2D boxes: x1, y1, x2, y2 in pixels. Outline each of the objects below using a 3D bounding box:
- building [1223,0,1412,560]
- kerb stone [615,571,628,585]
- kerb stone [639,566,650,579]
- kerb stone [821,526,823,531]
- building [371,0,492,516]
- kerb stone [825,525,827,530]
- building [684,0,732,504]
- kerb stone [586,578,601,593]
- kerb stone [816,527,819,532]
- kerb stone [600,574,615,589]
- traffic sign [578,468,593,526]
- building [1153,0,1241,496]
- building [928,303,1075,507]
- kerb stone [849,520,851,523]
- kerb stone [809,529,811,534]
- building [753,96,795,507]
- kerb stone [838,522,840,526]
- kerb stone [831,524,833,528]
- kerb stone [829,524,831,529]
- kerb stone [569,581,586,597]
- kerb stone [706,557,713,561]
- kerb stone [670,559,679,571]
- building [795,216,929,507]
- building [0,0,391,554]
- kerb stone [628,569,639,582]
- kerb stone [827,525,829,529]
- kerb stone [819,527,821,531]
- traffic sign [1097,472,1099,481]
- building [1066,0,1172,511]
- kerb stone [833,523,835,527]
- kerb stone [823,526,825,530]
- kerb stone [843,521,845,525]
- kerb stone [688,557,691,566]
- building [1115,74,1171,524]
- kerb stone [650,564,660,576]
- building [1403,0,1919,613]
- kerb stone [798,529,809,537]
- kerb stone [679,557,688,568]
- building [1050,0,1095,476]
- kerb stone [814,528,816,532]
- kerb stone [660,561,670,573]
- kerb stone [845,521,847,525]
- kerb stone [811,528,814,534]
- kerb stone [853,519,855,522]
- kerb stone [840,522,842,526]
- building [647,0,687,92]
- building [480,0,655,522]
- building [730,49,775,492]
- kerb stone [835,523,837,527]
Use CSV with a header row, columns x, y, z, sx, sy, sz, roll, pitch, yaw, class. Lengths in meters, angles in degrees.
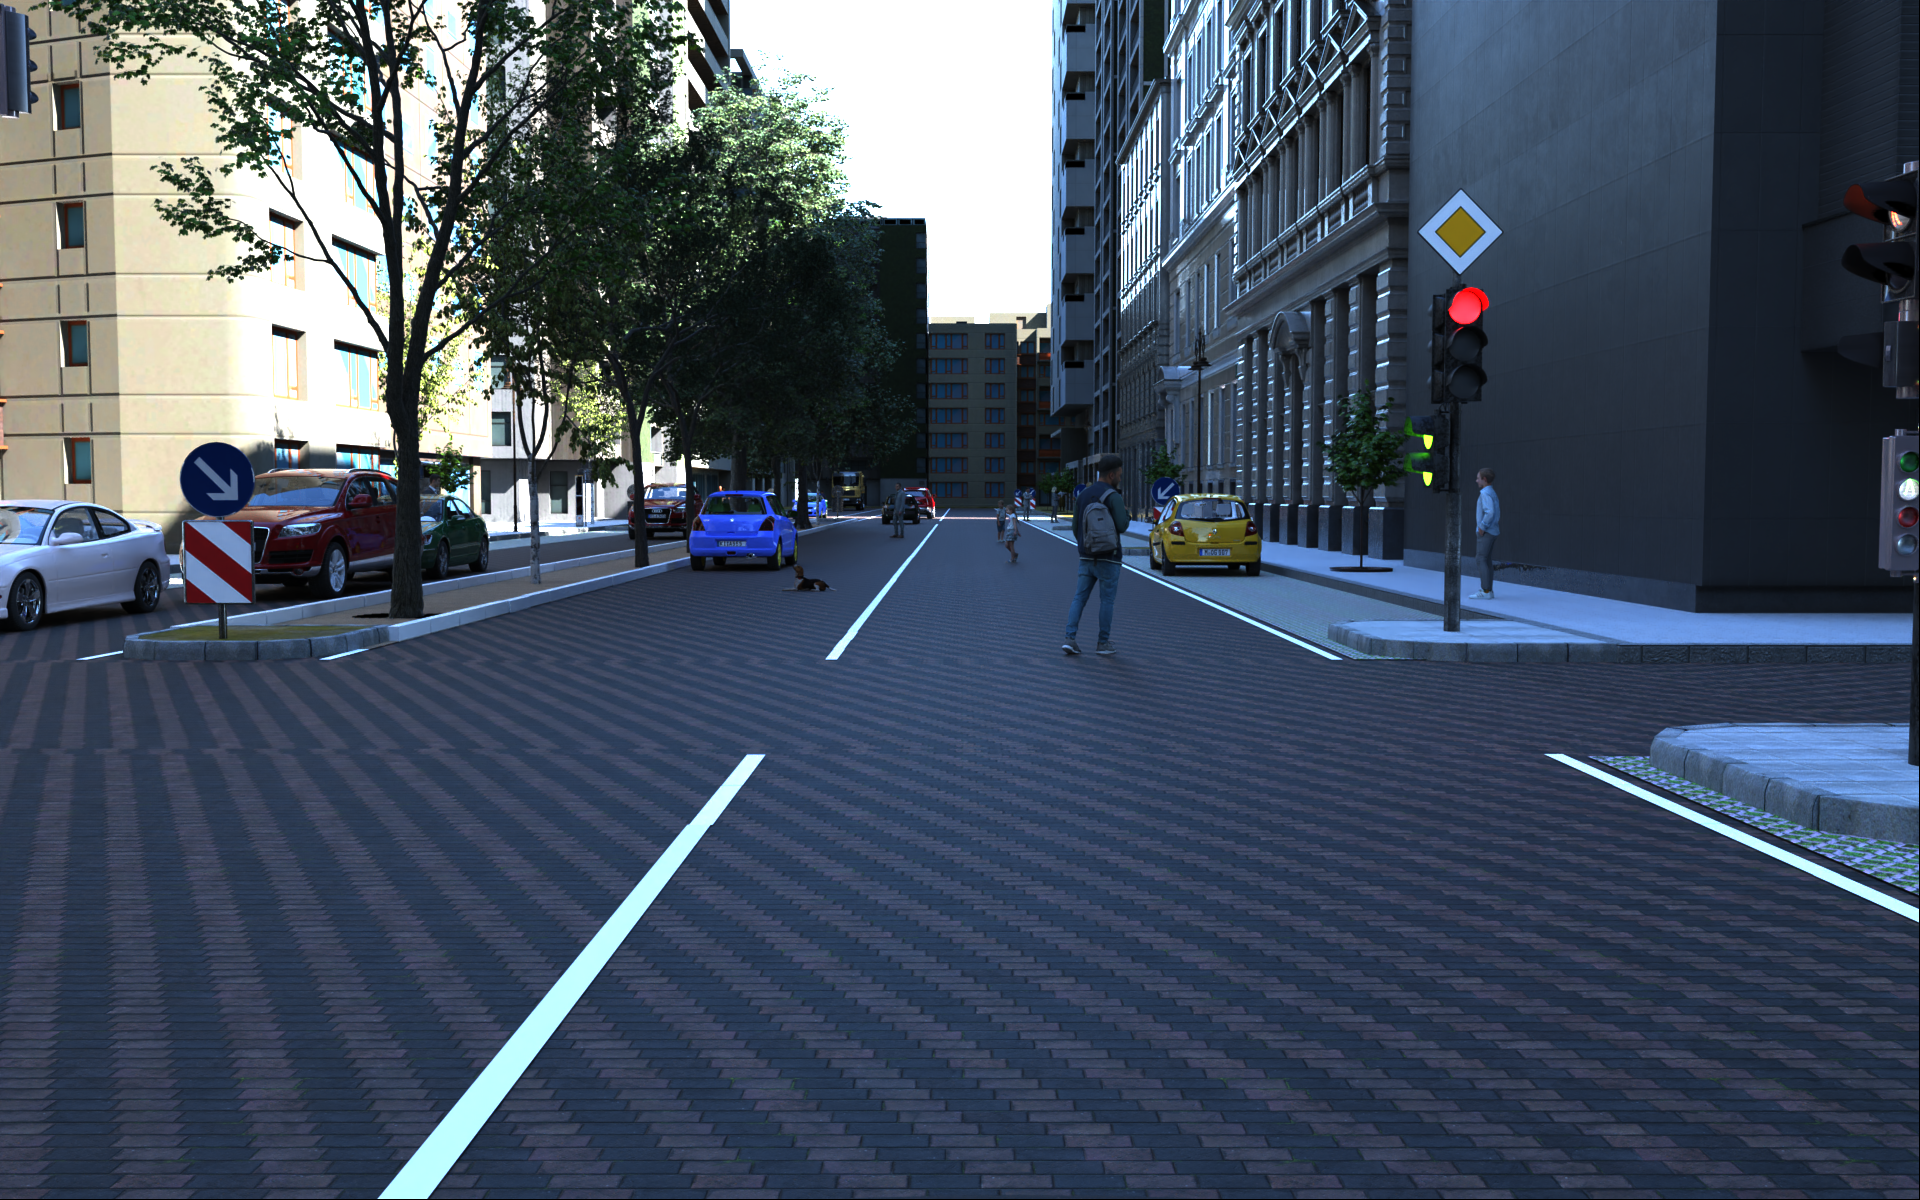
x,y,z,sx,sy,sz,roll,pitch,yaw,class
13.043,-13.055,42.320,11.050,23.489,19.941,0,3,0,building
-5.476,-0.326,27.521,0.120,0.150,1.000,0,3,0,kerb stone
-5.480,-0.446,29.566,0.120,0.150,1.000,0,3,0,kerb stone
-5.453,-2.708,66.472,0.120,0.150,1.000,0,3,0,kerb stone
-25.210,-25.037,59.464,14.600,45.320,14.200,0,3,0,building
-5.452,-2.833,68.520,0.120,0.150,1.000,0,3,0,kerb stone
-27.426,-30.149,116.634,21.300,48.544,21.600,0,3,0,building
-5.483,-0.200,25.464,0.120,0.150,1.000,0,3,0,kerb stone
-5.452,-2.582,64.426,0.120,0.150,1.000,0,3,0,kerb stone
-5.482,-0.262,26.490,0.120,0.150,1.000,0,3,0,kerb stone
-14.823,-4.064,68.572,0.606,2.300,0.079,0,4,1,traffic sign
14.863,-16.896,62.150,13.634,28.700,20.117,0,3,0,building
11.262,-21.053,189.250,28.899,21.520,27.650,0,3,0,building
-5.441,-3.713,82.910,0.120,0.150,1.000,0,3,0,kerb stone
-5.454,-2.393,61.347,0.120,0.150,1.000,0,3,0,kerb stone
-24.869,-30.461,181.623,14.086,41.232,14.154,0,3,0,building
-5.449,-3.273,75.714,0.120,0.150,1.000,0,3,0,kerb stone
-5.449,-3.022,71.600,0.120,0.150,1.000,0,3,0,kerb stone
-5.454,-2.959,70.578,0.120,0.150,1.000,0,3,0,kerb stone
-5.485,-0.137,24.440,0.120,0.150,1.000,0,3,0,kerb stone
-5.471,-0.949,37.774,0.120,0.150,1.000,0,3,0,kerb stone
-5.478,-0.639,32.640,0.120,0.150,1.000,0,3,0,kerb stone
-10.246,-25.155,182.991,14.107,30.474,14.160,0,3,0,building
-28.830,-11.355,30.699,27.650,21.520,28.899,0,3,0,building
-5.481,-0.388,28.544,0.120,0.150,1.000,0,3,0,kerb stone
-5.447,-2.896,69.547,0.120,0.150,1.000,0,3,0,kerb stone
-5.454,-2.645,65.448,0.120,0.150,1.000,0,3,0,kerb stone
6.392,-4.579,76.996,0.606,2.300,0.079,0,4,2,traffic sign
18.696,-42.123,126.965,20.563,71.187,20.611,0,3,0,building
-5.447,-3.084,72.634,0.120,0.150,1.000,0,3,0,kerb stone
-5.456,-2.771,67.497,0.120,0.150,1.000,0,3,0,kerb stone
-5.442,-3.462,78.793,0.120,0.150,1.000,0,3,0,kerb stone
-5.478,-0.764,34.684,0.120,0.150,1.000,0,3,0,kerb stone
12.973,-14.214,81.543,9.793,20.994,18.267,0,3,0,building
-5.483,-0.513,30.588,0.120,0.150,1.000,0,3,0,kerb stone
19.816,-14.045,23.138,24.014,27.812,14.314,0,3,0,building
-5.464,-2.331,60.315,0.120,0.150,1.000,0,3,0,kerb stone
-5.482,-0.700,33.662,0.120,0.150,1.000,0,3,0,kerb stone
22.030,-34.391,151.533,28.713,52.752,27.495,0,3,0,building
-5.458,-2.520,63.404,0.120,0.150,1.000,0,3,0,kerb stone
-5.478,-0.574,31.610,0.120,0.150,1.000,0,3,0,kerb stone
-5.440,-3.524,79.823,0.120,0.150,1.000,0,3,0,kerb stone
-5.450,-2.458,62.381,0.120,0.150,1.000,0,3,0,kerb stone
-5.439,-3.901,85.977,0.120,0.150,1.000,0,3,0,kerb stone
-5.452,-3.336,76.738,0.120,0.150,1.000,0,3,0,kerb stone
-23.464,-25.337,97.860,14.154,41.232,14.086,0,3,0,building
-23.093,-19.068,83.465,14.160,30.474,14.107,0,3,0,building
-28.296,-28.054,150.572,23.993,40.220,32.217,0,3,0,building
-5.454,-3.145,73.665,0.120,0.150,1.000,0,3,0,kerb stone
